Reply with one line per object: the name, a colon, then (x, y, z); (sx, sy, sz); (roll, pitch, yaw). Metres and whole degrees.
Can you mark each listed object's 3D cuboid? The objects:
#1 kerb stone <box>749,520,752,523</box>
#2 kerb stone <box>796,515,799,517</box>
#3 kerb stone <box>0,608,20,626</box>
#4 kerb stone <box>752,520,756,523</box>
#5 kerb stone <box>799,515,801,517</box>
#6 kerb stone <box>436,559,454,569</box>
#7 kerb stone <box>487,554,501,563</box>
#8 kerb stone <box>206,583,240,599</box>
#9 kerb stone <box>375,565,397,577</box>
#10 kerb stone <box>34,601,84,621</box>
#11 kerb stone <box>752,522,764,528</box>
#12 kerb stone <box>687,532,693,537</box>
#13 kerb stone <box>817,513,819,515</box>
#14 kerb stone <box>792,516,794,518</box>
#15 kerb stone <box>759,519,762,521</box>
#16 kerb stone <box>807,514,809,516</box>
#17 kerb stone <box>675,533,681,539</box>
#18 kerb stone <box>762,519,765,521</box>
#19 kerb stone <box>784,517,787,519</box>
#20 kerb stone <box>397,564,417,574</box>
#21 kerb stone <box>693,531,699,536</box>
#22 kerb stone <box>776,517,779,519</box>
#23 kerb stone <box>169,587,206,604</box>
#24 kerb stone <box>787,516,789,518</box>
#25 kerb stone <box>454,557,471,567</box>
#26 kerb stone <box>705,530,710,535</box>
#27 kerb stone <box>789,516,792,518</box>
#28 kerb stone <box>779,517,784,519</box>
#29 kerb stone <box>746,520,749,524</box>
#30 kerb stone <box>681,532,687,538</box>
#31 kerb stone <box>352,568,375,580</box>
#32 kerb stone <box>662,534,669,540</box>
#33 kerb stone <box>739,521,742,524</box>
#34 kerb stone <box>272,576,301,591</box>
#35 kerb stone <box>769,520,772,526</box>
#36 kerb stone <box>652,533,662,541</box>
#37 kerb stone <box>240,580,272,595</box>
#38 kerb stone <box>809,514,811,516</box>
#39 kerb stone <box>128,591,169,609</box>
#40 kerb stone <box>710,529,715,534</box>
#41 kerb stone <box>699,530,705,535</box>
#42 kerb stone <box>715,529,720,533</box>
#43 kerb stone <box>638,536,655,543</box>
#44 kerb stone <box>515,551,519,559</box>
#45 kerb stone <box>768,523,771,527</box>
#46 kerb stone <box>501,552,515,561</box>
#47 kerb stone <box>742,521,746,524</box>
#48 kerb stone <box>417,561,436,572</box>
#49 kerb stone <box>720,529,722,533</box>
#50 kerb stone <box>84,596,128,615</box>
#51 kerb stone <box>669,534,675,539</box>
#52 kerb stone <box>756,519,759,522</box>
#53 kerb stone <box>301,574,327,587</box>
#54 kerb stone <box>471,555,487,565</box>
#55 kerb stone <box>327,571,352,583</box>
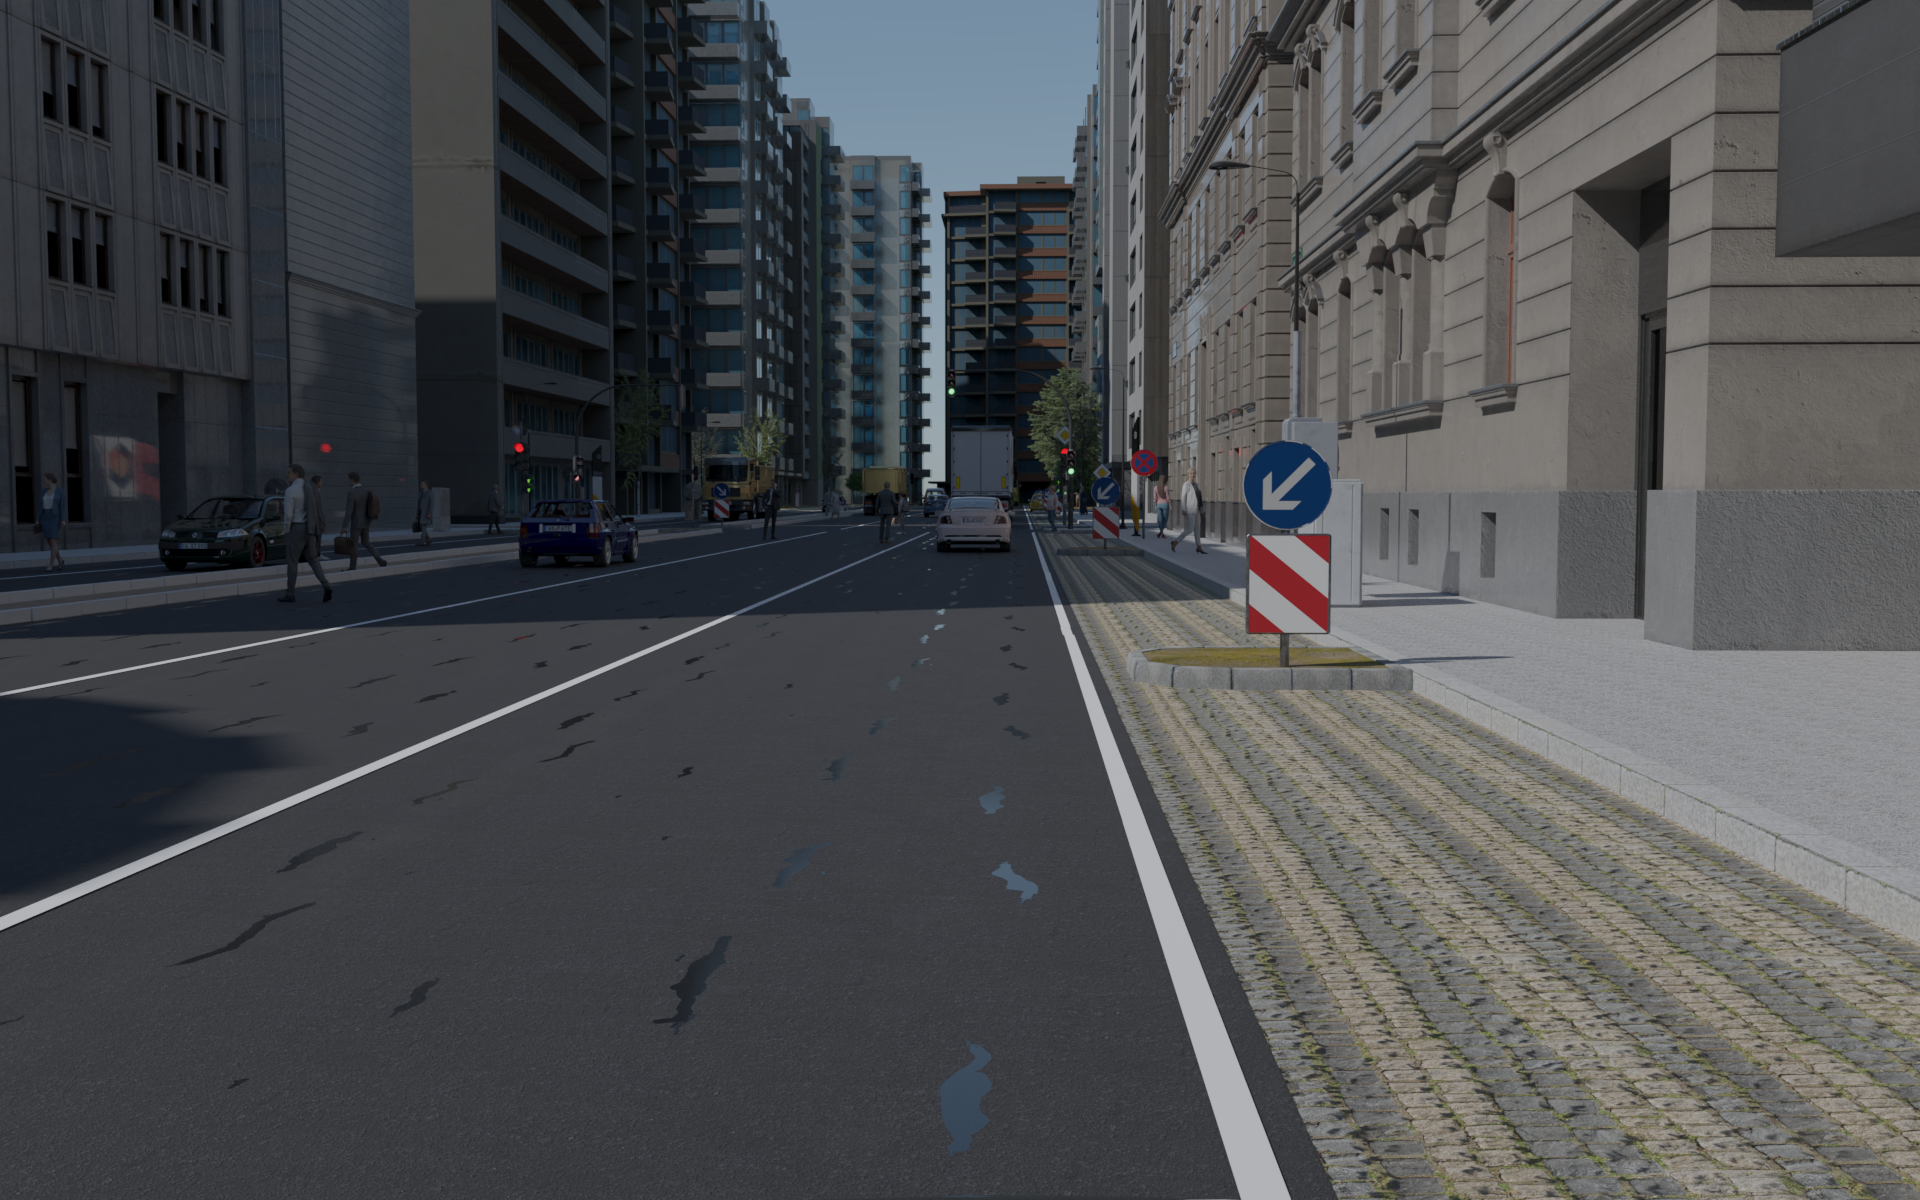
kerb stone: (-10.343, -3.787, 84.129); (0.120, 0.150, 1.000); (0, 4, 2)
kerb stone: (-9.739, -4.851, 101.552); (0.120, 0.150, 1.000); (0, 4, 2)
kerb stone: (-10.499, 0.200, 18.931); (0.120, 0.150, 1.000); (0, 4, 2)
kerb stone: (-10.308, -3.851, 85.151); (0.120, 0.150, 1.000); (0, 4, 2)
kerb stone: (-9.703, -4.916, 102.574); (0.120, 0.150, 1.000); (0, 4, 2)
kerb stone: (-9.997, -0.677, 33.279); (0.120, 0.150, 1.000); (0, 4, 2)
kerb stone: (-9.889, -0.862, 36.353); (0.120, 0.150, 1.000); (0, 4, 2)
kerb stone: (-10.321, -0.113, 24.050); (0.120, 0.150, 1.000); (0, 4, 2)
kerb stone: (-10.103, -0.490, 30.201); (0.120, 0.150, 1.000); (0, 4, 2)
kerb stone: (-10.451, 0.137, 19.952); (0.120, 0.150, 1.000); (0, 4, 2)
kerb stone: (-8.601, -3.154, 73.790); (0.120, 0.150, 1.000); (0, 4, 2)
kerb stone: (-9.149, -2.177, 57.858); (0.120, 0.150, 1.000); (0, 4, 2)
kerb stone: (-9.389, -5.482, 111.823); (0.120, 0.150, 1.000); (0, 4, 2)
kerb stone: (-9.812, -4.729, 99.508); (0.120, 0.150, 1.000); (0, 4, 2)
kerb stone: (-10.233, -3.976, 87.202); (0.120, 0.150, 1.000); (0, 4, 2)
kerb stone: (-9.561, -5.168, 106.689); (0.120, 0.150, 1.000); (0, 4, 2)
kerb stone: (-9.222, -2.056, 55.815); (0.120, 0.150, 1.000); (0, 4, 2)
kerb stone: (-10.196, -4.034, 88.224); (0.120, 0.150, 1.000); (0, 4, 2)
kerb stone: (-9.913, -4.538, 96.442); (0.120, 0.150, 1.000); (0, 4, 2)
kerb stone: (-10.069, -0.552, 31.223); (0.120, 0.150, 1.000); (0, 4, 2)
kerb stone: (-9.111, -2.244, 58.884); (0.120, 0.150, 1.000); (0, 4, 2)
kerb stone: (-10.018, -4.351, 93.363); (0.120, 0.150, 1.000); (0, 4, 2)
kerb stone: (-10.352, -0.051, 23.029); (0.120, 0.150, 1.000); (0, 4, 2)
kerb stone: (-9.883, -4.604, 97.464); (0.120, 0.150, 1.000); (0, 4, 2)
kerb stone: (-9.965, -0.741, 34.304); (0.120, 0.150, 1.000); (0, 4, 2)
kerb stone: (-9.048, -2.368, 60.938); (0.120, 0.150, 1.000); (0, 4, 2)
kerb stone: (-9.848, -4.666, 98.486); (0.120, 0.150, 1.000); (0, 4, 2)
kerb stone: (-9.951, -4.478, 95.418); (0.120, 0.150, 1.000); (0, 4, 2)
kerb stone: (-10.380, -3.725, 83.103); (0.120, 0.150, 1.000); (0, 4, 2)
kerb stone: (-9.187, -2.117, 56.836); (0.120, 0.150, 1.000); (0, 4, 2)
kerb stone: (-10.137, -0.427, 29.174); (0.120, 0.150, 1.000); (0, 4, 2)
kerb stone: (-9.288, -1.931, 53.769); (0.120, 0.150, 1.000); (0, 4, 2)
kerb stone: (-10.452, -3.599, 81.039); (0.120, 0.150, 1.000); (0, 4, 2)
kerb stone: (-10.241, -0.239, 26.097); (0.120, 0.150, 1.000); (0, 4, 2)
kerb stone: (-8.495, -3.344, 76.862); (0.120, 0.150, 1.000); (0, 4, 2)
kerb stone: (-9.329, -1.865, 52.742); (0.120, 0.150, 1.000); (0, 4, 2)
kerb stone: (-10.273, -0.176, 25.076); (0.120, 0.150, 1.000); (0, 4, 2)
kerb stone: (-9.533, -5.230, 107.711); (0.120, 0.150, 1.000); (0, 4, 2)
kerb stone: (-10.389, 0.012, 22.002); (0.120, 0.150, 1.000); (0, 4, 2)
kerb stone: (-9.002, -2.432, 61.959); (0.120, 0.150, 1.000); (0, 4, 2)
kerb stone: (-9.076, -2.307, 59.913); (0.120, 0.150, 1.000); (0, 4, 2)
kerb stone: (-8.976, -2.494, 62.981); (0.120, 0.150, 1.000); (0, 4, 2)
kerb stone: (-9.357, -1.804, 51.720); (0.120, 0.150, 1.000); (0, 4, 2)
kerb stone: (-9.818, -0.991, 38.406); (0.120, 0.150, 1.000); (0, 4, 2)
kerb stone: (-8.527, -3.276, 75.837); (0.120, 0.150, 1.000); (0, 4, 2)
kerb stone: (-9.856, -0.927, 37.380); (0.120, 0.150, 1.000); (0, 4, 2)
kerb stone: (-10.413, -3.662, 82.077); (0.120, 0.150, 1.000); (0, 4, 2)
kerb stone: (-10.036, -0.606, 32.247); (0.120, 0.150, 1.000); (0, 4, 2)
kerb stone: (-8.943, -2.558, 64.012); (0.120, 0.150, 1.000); (0, 4, 2)
kerb stone: (-10.423, 0.075, 20.975); (0.120, 0.150, 1.000); (0, 4, 2)
kerb stone: (-9.258, -1.992, 54.791); (0.120, 0.150, 1.000); (0, 4, 2)
kerb stone: (-10.276, -3.913, 86.173); (0.120, 0.150, 1.000); (0, 4, 2)
kerb stone: (-10.209, -0.301, 27.119); (0.120, 0.150, 1.000); (0, 4, 2)
kerb stone: (-9.920, -0.803, 35.325); (0.120, 0.150, 1.000); (0, 4, 2)
kerb stone: (-10.172, -0.355, 28.144); (0.120, 0.150, 1.000); (0, 4, 2)
